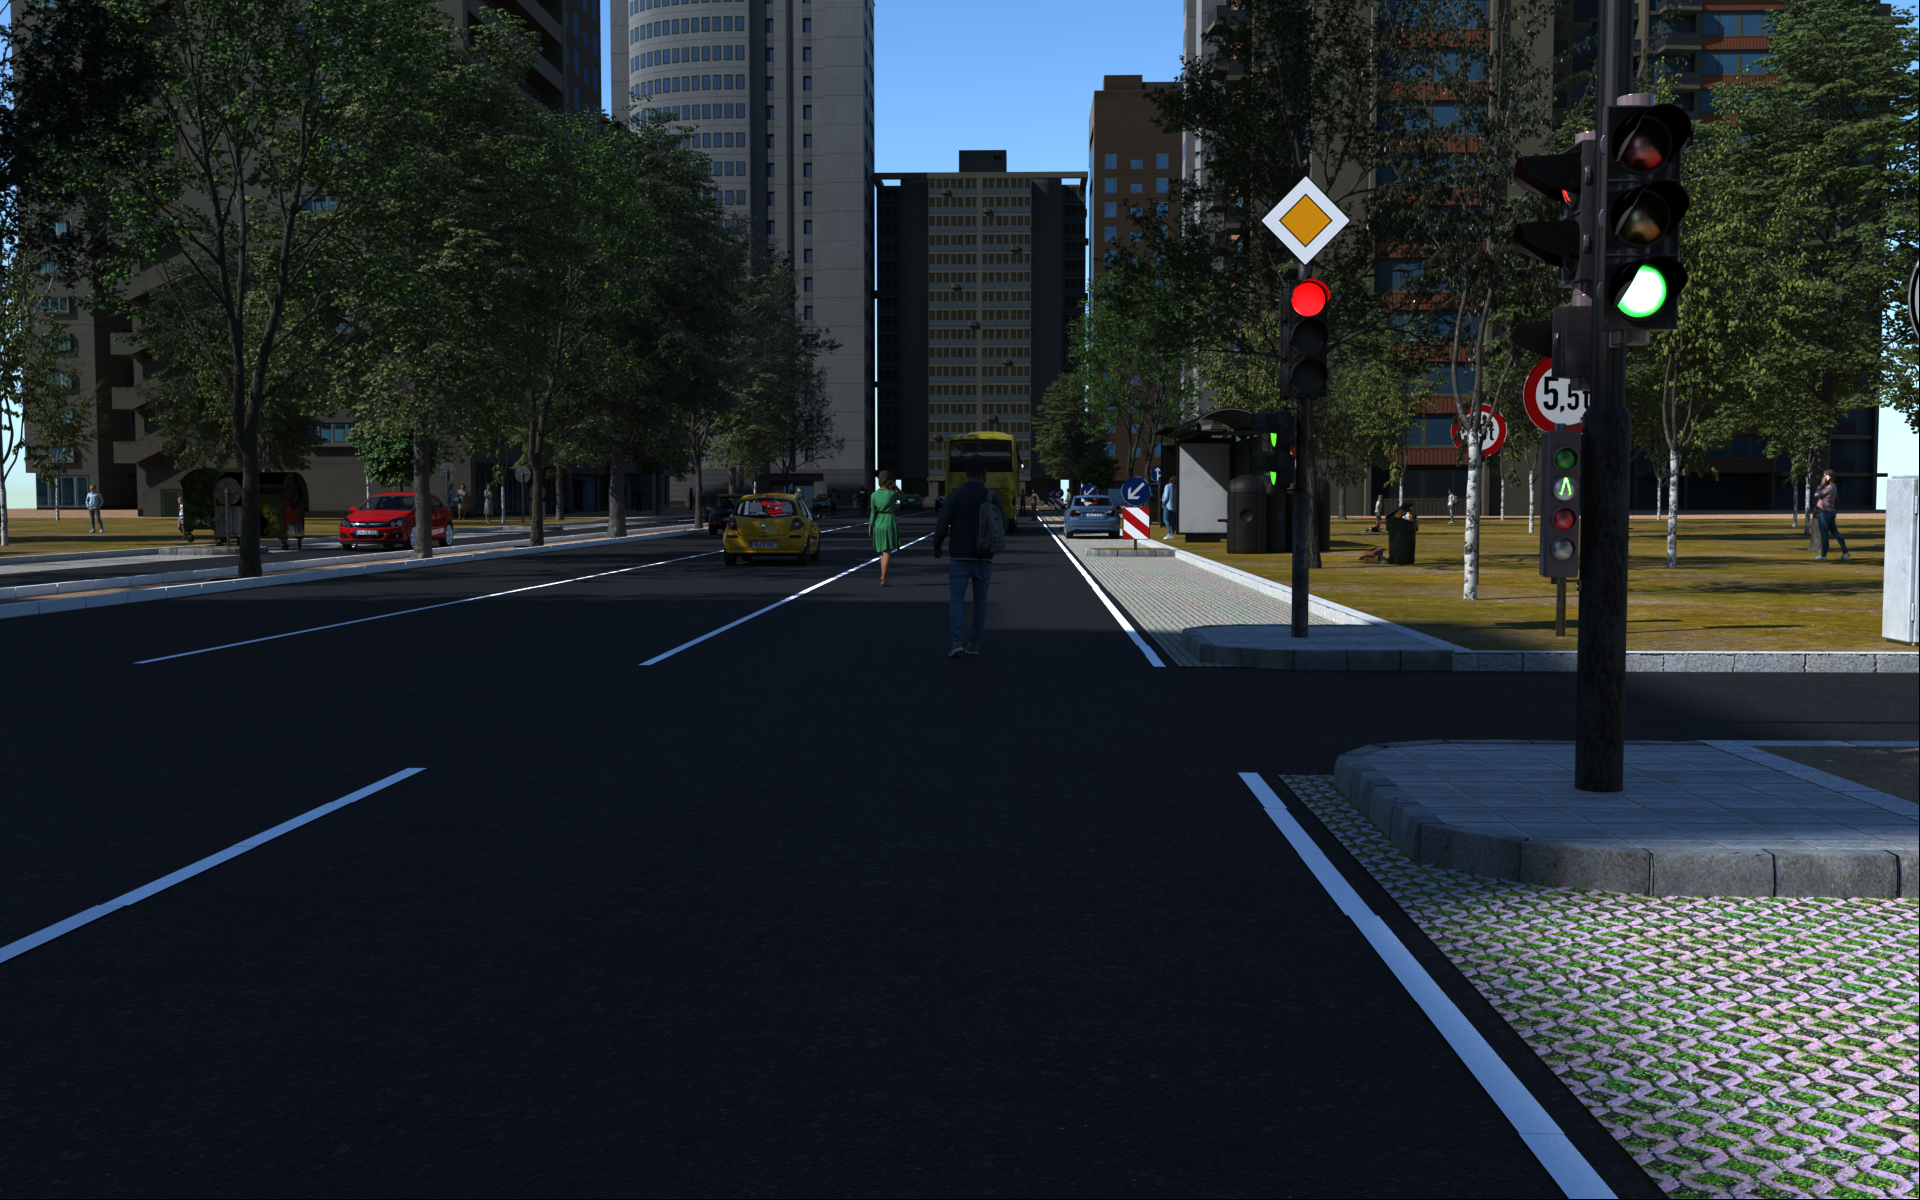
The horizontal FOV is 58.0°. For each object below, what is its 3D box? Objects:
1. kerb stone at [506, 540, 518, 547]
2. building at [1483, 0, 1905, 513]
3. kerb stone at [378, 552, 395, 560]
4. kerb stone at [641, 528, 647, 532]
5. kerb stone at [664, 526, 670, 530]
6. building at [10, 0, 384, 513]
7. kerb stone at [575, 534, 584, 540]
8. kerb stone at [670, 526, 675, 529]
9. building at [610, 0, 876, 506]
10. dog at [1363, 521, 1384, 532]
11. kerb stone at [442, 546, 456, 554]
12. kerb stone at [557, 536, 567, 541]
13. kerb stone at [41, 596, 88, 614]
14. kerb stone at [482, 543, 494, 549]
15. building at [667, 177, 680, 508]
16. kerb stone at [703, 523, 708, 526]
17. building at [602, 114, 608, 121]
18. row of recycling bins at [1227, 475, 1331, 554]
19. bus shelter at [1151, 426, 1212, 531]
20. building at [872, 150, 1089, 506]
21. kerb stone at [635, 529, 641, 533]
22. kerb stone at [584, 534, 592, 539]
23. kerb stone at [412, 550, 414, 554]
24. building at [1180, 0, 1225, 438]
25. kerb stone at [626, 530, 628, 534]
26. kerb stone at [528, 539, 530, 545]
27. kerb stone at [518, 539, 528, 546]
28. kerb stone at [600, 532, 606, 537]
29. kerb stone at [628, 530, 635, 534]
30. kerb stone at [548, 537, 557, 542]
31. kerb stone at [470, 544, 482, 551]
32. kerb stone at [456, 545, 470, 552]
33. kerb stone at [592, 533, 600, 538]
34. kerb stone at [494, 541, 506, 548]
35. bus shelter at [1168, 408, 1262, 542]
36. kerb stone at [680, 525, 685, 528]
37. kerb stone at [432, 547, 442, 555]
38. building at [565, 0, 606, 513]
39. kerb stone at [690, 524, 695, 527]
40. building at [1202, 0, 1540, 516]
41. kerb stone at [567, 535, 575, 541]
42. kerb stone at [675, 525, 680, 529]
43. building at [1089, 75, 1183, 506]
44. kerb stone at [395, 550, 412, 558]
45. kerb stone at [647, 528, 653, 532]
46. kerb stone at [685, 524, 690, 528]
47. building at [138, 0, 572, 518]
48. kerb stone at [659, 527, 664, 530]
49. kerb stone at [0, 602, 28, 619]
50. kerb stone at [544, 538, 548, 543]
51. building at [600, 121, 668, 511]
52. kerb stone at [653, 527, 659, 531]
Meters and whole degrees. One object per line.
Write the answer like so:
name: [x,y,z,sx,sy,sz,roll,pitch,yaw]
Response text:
kerb stone: [-12.239,-1.507,46.835,0.120,0.150,1.000,0,4,2]
building: [62.218,-30.037,145.734,28.867,44.769,22.147,0,4,2]
kerb stone: [-12.564,-0.943,37.618,0.120,0.150,1.000,0,4,2]
kerb stone: [-11.683,-2.510,63.236,0.120,0.150,1.000,0,4,2]
kerb stone: [-11.547,-2.759,67.334,0.120,0.150,1.000,0,4,2]
building: [-64.956,-32.141,149.200,21.600,48.544,21.300,0,4,2]
kerb stone: [-11.990,-1.945,53.998,0.120,0.150,1.000,0,4,2]
kerb stone: [-11.508,-2.820,68.355,0.120,0.150,1.000,0,4,2]
building: [-23.767,-39.828,193.185,28.212,58.520,21.231,0,4,2]
dog: [13.811,-2.460,57.952,0.748,0.427,0.550,2,4,32]
kerb stone: [-12.423,-1.190,41.716,0.120,0.150,1.000,0,4,2]
kerb stone: [-12.066,-1.820,51.951,0.120,0.150,1.000,0,4,2]
kerb stone: [-11.025,0.064,21.174,0.120,0.150,1.000,0,4,2]
kerb stone: [-12.319,-1.378,44.793,0.120,0.150,1.000,0,4,2]
building: [-32.296,-23.299,152.641,14.107,30.474,14.160,0,4,2]
kerb stone: [-11.267,-3.262,75.525,0.120,0.150,1.000,0,4,2]
building: [-52.645,-33.001,194.186,28.867,44.769,22.147,0,4,2]
row of recycling bins: [7.040,-1.911,38.364,1.069,1.692,3.534,3,5,42]
bus shelter: [8.068,-4.401,63.245,1.731,3.624,6.357,0,4,2]
building: [2.539,-30.974,198.313,23.993,40.220,32.217,0,4,2]
kerb stone: [-11.713,-2.447,62.206,0.120,0.150,1.000,0,4,2]
kerb stone: [-11.963,-2.008,55.028,0.120,0.150,1.000,0,4,2]
kerb stone: [-12.487,-1.069,39.666,0.120,0.150,1.000,0,4,2]
building: [28.942,-36.752,142.900,21.231,58.520,28.212,0,4,2]
kerb stone: [-11.787,-2.321,60.152,0.120,0.150,1.000,0,4,2]
kerb stone: [-12.172,-1.632,48.884,0.120,0.150,1.000,0,4,2]
kerb stone: [-12.206,-1.568,47.860,0.120,0.150,1.000,0,4,2]
kerb stone: [-11.896,-2.133,57.073,0.120,0.150,1.000,0,4,2]
kerb stone: [-11.753,-2.384,61.185,0.120,0.150,1.000,0,4,2]
kerb stone: [-12.108,-1.757,50.928,0.120,0.150,1.000,0,4,2]
kerb stone: [-12.354,-1.320,43.771,0.120,0.150,1.000,0,4,2]
kerb stone: [-12.379,-1.256,42.742,0.120,0.150,1.000,0,4,2]
kerb stone: [-11.928,-2.068,56.052,0.120,0.150,1.000,0,4,2]
kerb stone: [-12.275,-1.442,45.814,0.120,0.150,1.000,0,4,2]
bus shelter: [6.436,-3.024,43.371,2.014,3.302,5.546,0,4,2]
kerb stone: [-11.435,-2.948,70.398,0.120,0.150,1.000,0,4,2]
kerb stone: [-12.453,-1.127,40.688,0.120,0.150,1.000,0,4,2]
building: [-33.304,-28.738,119.972,14.600,45.320,14.200,0,4,2]
kerb stone: [-11.363,-3.074,72.458,0.120,0.150,1.000,0,4,2]
building: [27.727,-28.077,113.684,22.147,44.769,28.867,0,4,2]
kerb stone: [-12.036,-1.876,52.974,0.120,0.150,1.000,0,4,2]
kerb stone: [-11.466,-2.886,69.377,0.120,0.150,1.000,0,4,2]
building: [21.357,-32.934,188.584,14.200,45.320,14.600,0,4,2]
kerb stone: [-12.528,-1.006,38.642,0.120,0.150,1.000,0,4,2]
kerb stone: [-11.648,-2.572,64.262,0.120,0.150,1.000,0,4,2]
kerb stone: [-11.396,-3.011,71.430,0.120,0.150,1.000,0,4,2]
building: [-36.451,-29.260,102.104,21.300,48.544,21.600,0,4,2]
kerb stone: [-11.576,-2.695,66.308,0.120,0.150,1.000,0,4,2]
kerb stone: [-11.062,0.125,20.153,0.120,0.150,1.000,0,4,2]
kerb stone: [-12.136,-1.691,49.906,0.120,0.150,1.000,0,4,2]
building: [-31.468,-22.189,134.498,14.160,30.474,14.107,0,4,2]
kerb stone: [-11.617,-2.635,65.283,0.120,0.150,1.000,0,4,2]
